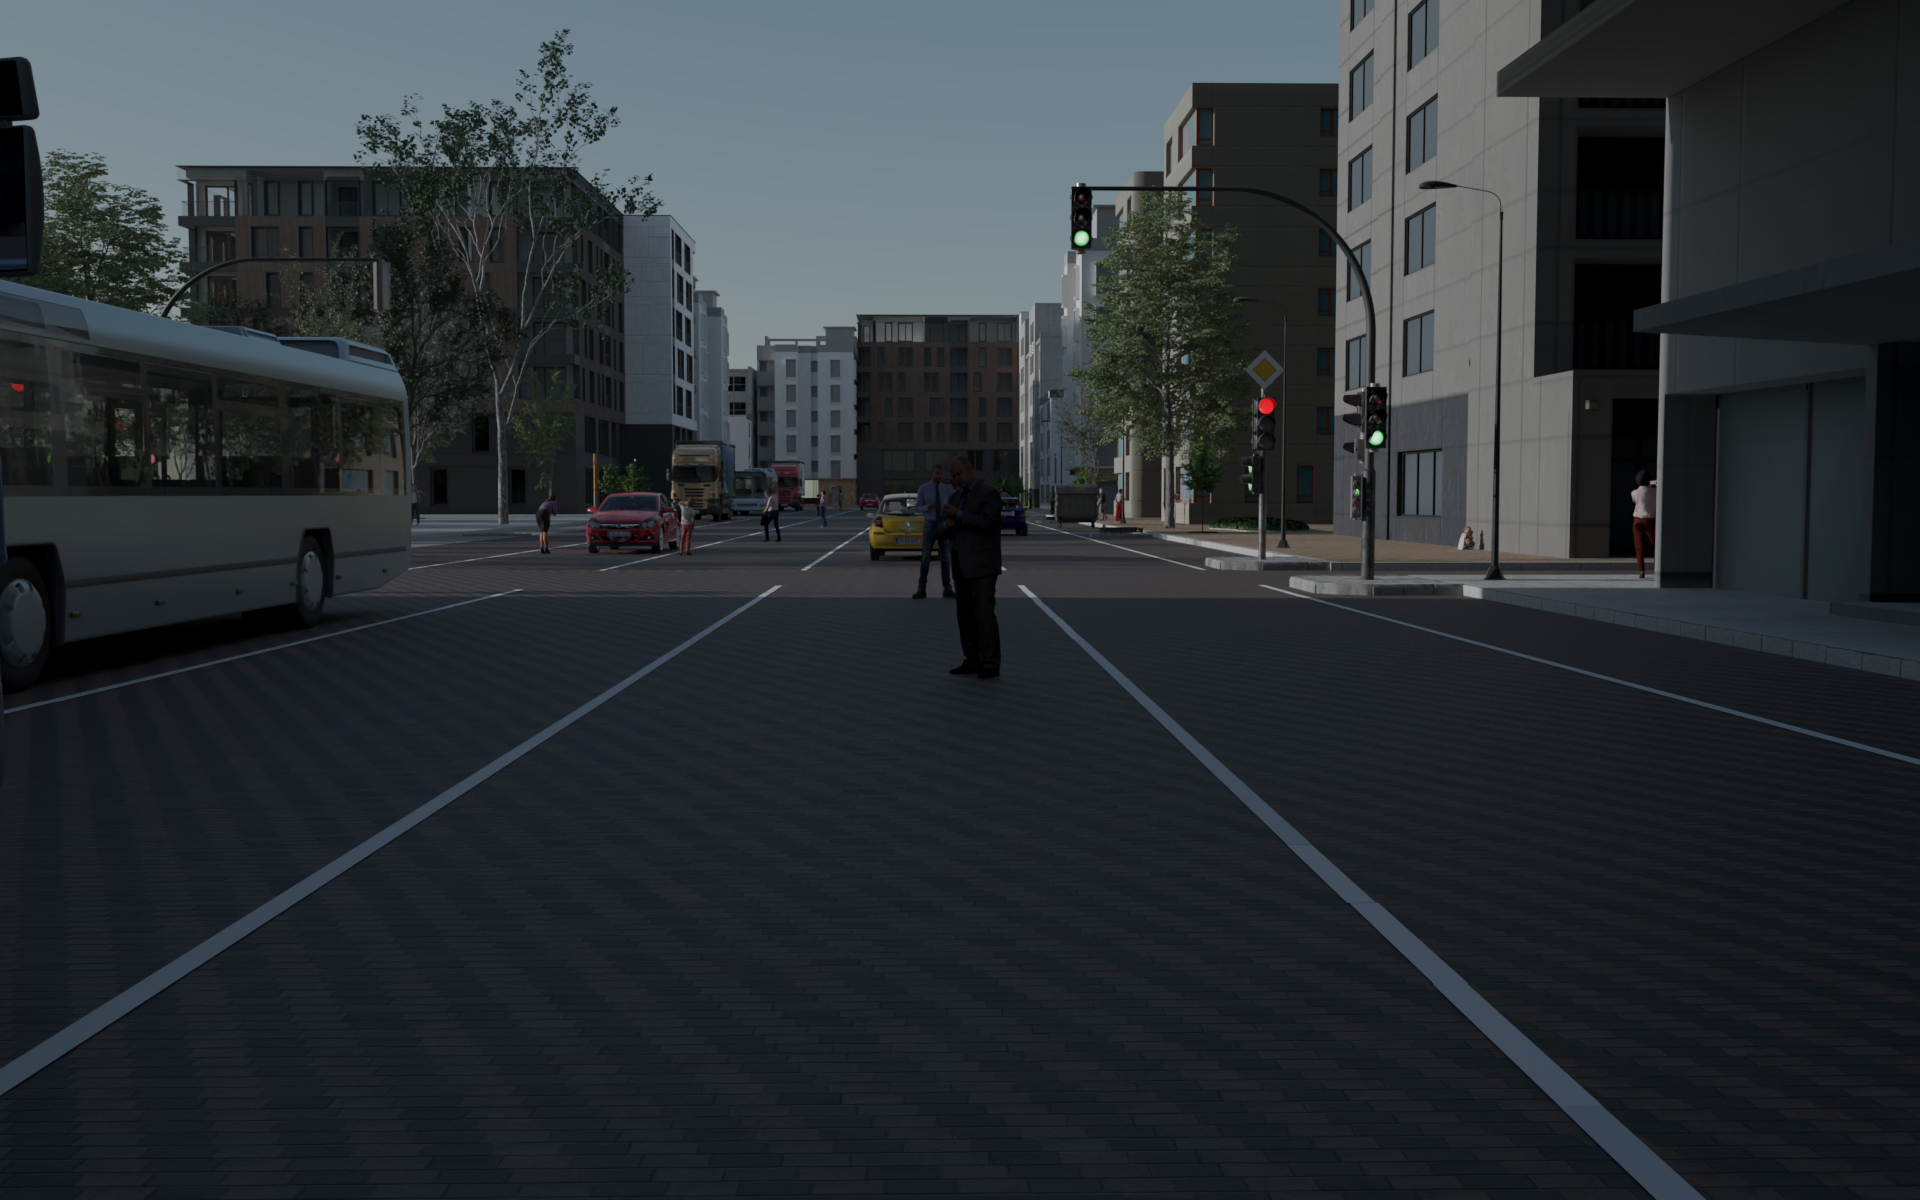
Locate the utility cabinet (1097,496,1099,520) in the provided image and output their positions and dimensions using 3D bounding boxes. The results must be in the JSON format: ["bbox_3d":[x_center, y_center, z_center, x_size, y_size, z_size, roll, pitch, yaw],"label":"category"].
[{"bbox_3d":[6.608,-4.554,85.617,0.306,1.237,1.020,-1,4,-9],"label":"utility cabinet"}]

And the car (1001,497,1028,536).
[{"bbox_3d":[1.424,-2.945,60.728,1.945,1.354,3.894,0,4,-2],"label":"car"}]

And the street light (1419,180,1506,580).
[{"bbox_3d":[7.490,-3.260,25.835,1.470,5.913,1.316,0,4,-1],"label":"street light"}]

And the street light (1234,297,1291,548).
[{"bbox_3d":[7.151,-4.189,41.033,1.470,5.913,1.316,0,4,-1],"label":"street light"}]

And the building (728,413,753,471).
[{"bbox_3d":[-35.914,-14.488,179.018,28.070,9.664,9.099,0,4,-1],"label":"building"}]

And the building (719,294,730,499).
[{"bbox_3d":[-29.182,-18.485,158.647,16.016,20.091,11.380,0,4,-1],"label":"building"}]

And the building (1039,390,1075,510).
[{"bbox_3d":[11.792,-12.061,139.352,9.099,9.664,28.070,0,4,-1],"label":"building"}]

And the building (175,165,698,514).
[{"bbox_3d":[-35.016,-17.160,124.543,27.936,21.610,32.646,0,4,-1],"label":"building"}]

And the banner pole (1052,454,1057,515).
[{"bbox_3d":[5.944,-7.190,107.577,0.401,3.779,0.863,1,4,12],"label":"banner pole"}]

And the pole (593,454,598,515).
[{"bbox_3d":[-18.391,-5.723,87.421,0.158,3.312,0.155,0,3,0],"label":"pole"}]

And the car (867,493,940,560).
[{"bbox_3d":[-1.109,-1.755,38.917,2.015,1.641,3.980,0,3,0],"label":"car"}]

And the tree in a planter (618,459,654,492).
[{"bbox_3d":[-16.376,-5.491,86.997,1.991,3.239,1.994,0,4,-1],"label":"tree in a planter"}]

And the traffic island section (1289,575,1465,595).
[{"bbox_3d":[6.110,-0.223,25.932,2.009,0.180,2.903,0,4,-1],"label":"traffic island section"}]

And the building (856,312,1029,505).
[{"bbox_3d":[4.296,-22.253,207.814,32.646,21.610,27.936,0,4,-1],"label":"building"}]

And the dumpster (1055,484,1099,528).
[{"bbox_3d":[4.900,-3.970,73.121,1.865,1.857,1.264,0,4,0],"label":"dumpster"}]

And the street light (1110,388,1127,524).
[{"bbox_3d":[6.535,-6.263,74.937,1.470,5.913,1.316,0,4,-1],"label":"street light"}]

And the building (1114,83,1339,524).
[{"bbox_3d":[23.253,-14.848,87.803,27.650,21.520,28.899,0,4,-1],"label":"building"}]

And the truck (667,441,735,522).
[{"bbox_3d":[-13.759,-6.368,93.030,2.839,4.237,11.283,0,4,-3],"label":"truck"}]

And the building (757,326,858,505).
[{"bbox_3d":[-17.591,-21.124,201.799,11.380,20.091,16.016,0,4,-1],"label":"building"}]

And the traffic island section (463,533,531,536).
[{"bbox_3d":[-15.771,-2.226,59.264,1.991,0.108,1.994,0,4,-1],"label":"traffic island section"}]

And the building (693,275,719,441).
[{"bbox_3d":[-29.488,-17.790,147.279,16.016,20.091,11.380,0,4,-1],"label":"building"}]

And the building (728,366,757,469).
[{"bbox_3d":[-39.276,-20.485,201.388,31.486,18.905,16.747,0,4,-1],"label":"building"}]

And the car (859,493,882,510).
[{"bbox_3d":[-8.166,-9.079,157.479,2.155,1.783,4.494,0,4,-1],"label":"car"}]

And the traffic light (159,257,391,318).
[{"bbox_3d":[-13.409,-3.592,33.404,4.771,5.953,1.251,0,4,-1],"label":"traffic light"}]

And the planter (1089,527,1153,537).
[{"bbox_3d":[5.400,-2.289,58.568,1.991,0.319,1.994,0,4,-1],"label":"planter"}]

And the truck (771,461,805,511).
[{"bbox_3d":[-14.698,-9.711,147.689,2.839,4.237,11.283,0,4,-3],"label":"truck"}]

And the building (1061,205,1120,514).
[{"bbox_3d":[15.132,-16.069,119.155,16.016,20.091,11.380,0,4,-1],"label":"building"}]

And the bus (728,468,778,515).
[{"bbox_3d":[-14.301,-7.655,120.020,2.948,3.499,13.247,0,4,-3],"label":"bus"}]

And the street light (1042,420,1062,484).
[{"bbox_3d":[5.827,-8.336,108.839,1.470,5.913,1.316,0,4,-1],"label":"street light"}]

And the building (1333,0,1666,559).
[{"bbox_3d":[22.200,-36.969,42.694,20.611,71.187,20.563,0,4,-1],"label":"building"}]

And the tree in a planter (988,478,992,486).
[{"bbox_3d":[3.132,-10.146,163.114,1.991,3.239,1.994,0,4,-1],"label":"tree in a planter"}]

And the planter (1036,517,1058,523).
[{"bbox_3d":[4.808,-3.989,86.368,1.991,0.319,1.994,0,4,-1],"label":"planter"}]

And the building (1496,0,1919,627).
[{"bbox_3d":[20.880,-25.748,10.216,28.713,52.752,27.495,0,4,-1],"label":"building"}]

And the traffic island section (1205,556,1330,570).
[{"bbox_3d":[5.938,-0.712,33.915,2.009,0.180,2.903,0,4,-1],"label":"traffic island section"}]

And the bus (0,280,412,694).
[{"bbox_3d":[-8.046,-1.244,15.199,2.948,3.499,13.247,0,4,-1],"label":"bus"}]

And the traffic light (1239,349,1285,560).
[{"bbox_3d":[5.897,-2.745,33.801,0.839,4.253,0.868,0,4,-1],"label":"traffic light"}]

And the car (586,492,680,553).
[{"bbox_3d":[-8.157,-2.101,43.389,2.155,1.783,4.494,0,4,-1],"label":"car"}]

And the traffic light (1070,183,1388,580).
[{"bbox_3d":[3.981,-3.117,25.631,4.771,5.953,1.251,0,4,-1],"label":"traffic light"}]

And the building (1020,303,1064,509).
[{"bbox_3d":[15.095,-18.496,168.871,16.747,18.905,31.486,0,4,-1],"label":"building"}]

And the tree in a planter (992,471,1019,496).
[{"bbox_3d":[3.716,-8.491,136.055,1.991,3.239,1.994,0,4,-1],"label":"tree in a planter"}]
